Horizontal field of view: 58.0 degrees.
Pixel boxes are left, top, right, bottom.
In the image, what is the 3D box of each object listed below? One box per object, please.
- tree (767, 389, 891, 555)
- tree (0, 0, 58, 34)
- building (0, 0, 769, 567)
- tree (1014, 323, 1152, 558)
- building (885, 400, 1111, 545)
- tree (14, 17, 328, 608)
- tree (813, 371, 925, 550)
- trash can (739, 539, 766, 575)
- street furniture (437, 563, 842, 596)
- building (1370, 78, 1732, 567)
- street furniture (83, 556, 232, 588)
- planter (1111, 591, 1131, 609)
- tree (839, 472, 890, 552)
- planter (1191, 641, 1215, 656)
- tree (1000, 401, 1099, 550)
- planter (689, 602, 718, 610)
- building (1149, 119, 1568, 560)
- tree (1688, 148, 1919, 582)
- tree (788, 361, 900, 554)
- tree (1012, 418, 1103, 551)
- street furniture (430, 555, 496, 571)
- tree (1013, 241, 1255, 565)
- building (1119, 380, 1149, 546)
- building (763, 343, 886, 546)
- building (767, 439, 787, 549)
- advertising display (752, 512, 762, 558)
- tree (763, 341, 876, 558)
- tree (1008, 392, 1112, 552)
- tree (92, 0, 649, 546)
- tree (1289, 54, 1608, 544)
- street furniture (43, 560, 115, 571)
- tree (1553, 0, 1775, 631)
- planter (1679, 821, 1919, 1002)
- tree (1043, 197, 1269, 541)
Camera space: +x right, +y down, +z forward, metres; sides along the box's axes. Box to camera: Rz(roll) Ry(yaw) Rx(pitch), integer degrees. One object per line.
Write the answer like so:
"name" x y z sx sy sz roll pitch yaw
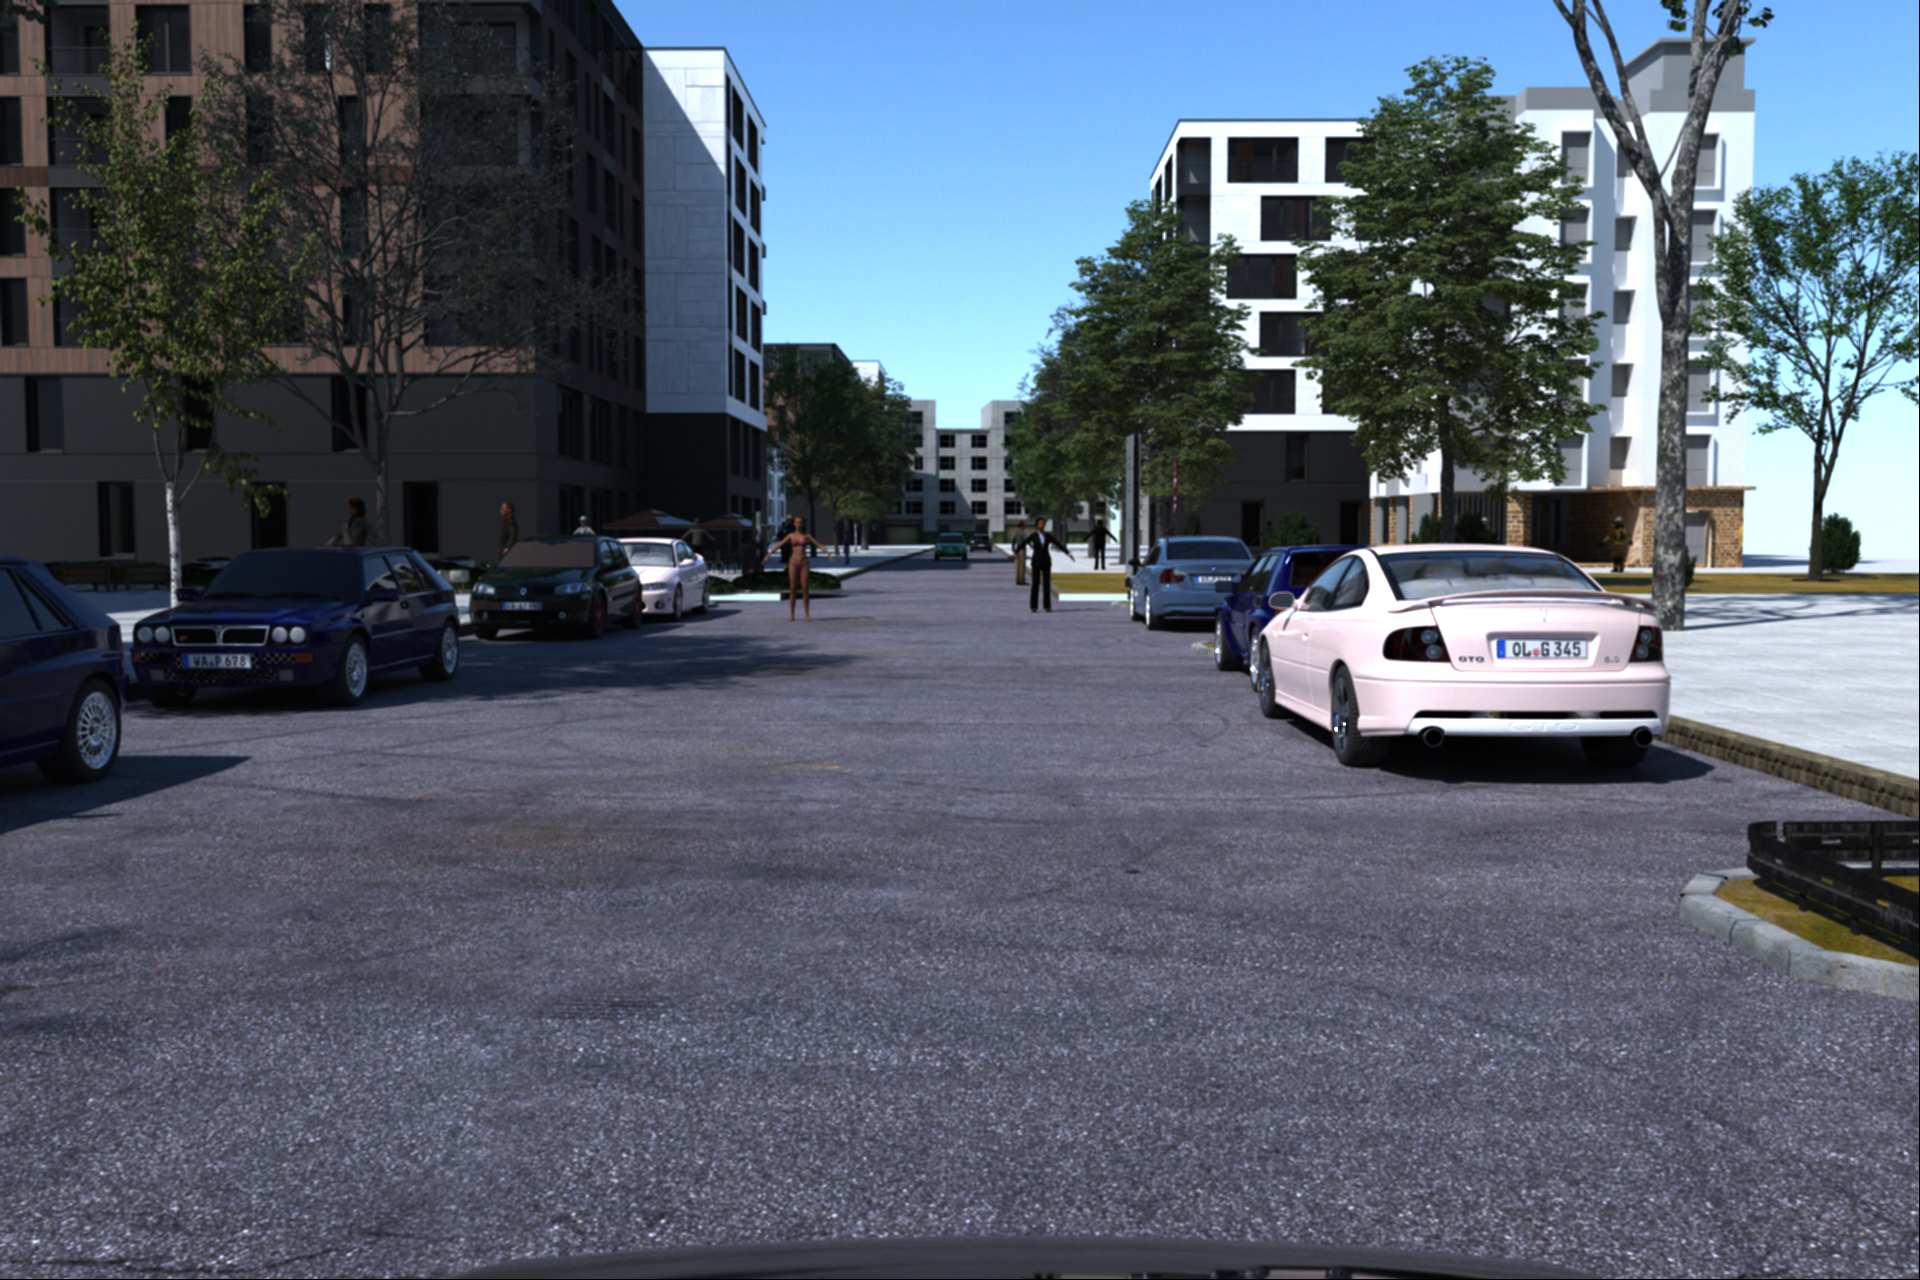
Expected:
"tree" -7.614 -10.377 104.069 7.601 10.594 8.767 3 5 42
"tree" -11.755 -6.476 12.540 9.857 13.997 8.962 0 3 0
"building" -23.823 -13.890 71.083 27.936 21.610 32.646 0 4 1
"tree" 6.610 -10.615 91.688 7.486 12.596 7.792 0 3 0
"building" 3.506 -22.398 235.117 31.486 18.905 16.747 0 4 -4
"tree" -11.508 -4.582 25.282 4.737 8.622 4.395 0 3 0
"tree" -7.593 -14.065 136.618 9.857 13.997 8.962 0 3 0
"trash can" -5.755 -2.232 48.149 0.748 1.137 0.748 0 3 0
"street furniture" -7.880 -1.416 38.775 10.072 0.657 5.734 1 4 9
"building" 24.064 -13.578 78.426 16.016 20.090 11.380 0 4 1
"street furniture" -19.228 -1.858 45.997 5.734 0.657 10.072 0 4 0
"planter" 3.975 -0.782 33.932 1.991 0.319 1.994 0 4 0
"tree" -7.347 -10.599 123.653 4.737 8.622 4.395 0 3 0
"planter" 3.831 0.010 20.969 1.991 0.319 1.994 0 4 1
"tree" 7.850 -14.509 143.883 9.857 13.997 8.962 0 3 0
"planter" -5.768 -0.767 33.679 1.991 0.319 1.994 0 4 1
"building" 24.857 -15.773 101.864 27.936 21.610 32.646 0 4 0
"tree" 23.508 -7.407 46.863 9.928 11.665 9.643 0 3 0
"tree" -7.689 -12.007 114.439 7.486 12.596 7.792 0 3 0
"tree" 7.644 -12.647 132.529 9.928 11.665 9.643 0 3 0
"street furniture" -13.041 -1.967 47.792 5.734 0.657 10.072 0 4 3
"tree" 6.956 -9.887 72.018 12.009 13.543 11.850 0 3 0
"building" 28.369 -20.605 203.357 16.747 18.905 31.486 0 4 1
"building" -23.552 -21.899 202.017 27.936 21.610 32.646 0 4 1
"building" -20.639 -13.407 161.344 9.099 9.664 28.070 0 4 1
"advertising display" -5.873 -2.745 50.088 0.123 1.923 0.974 0 4 3
"tree" -8.168 -10.319 94.475 9.928 11.665 9.643 0 3 0
"tree" 7.349 -12.070 123.107 9.928 11.665 9.643 0 3 0
"tree" -12.022 -7.656 35.543 12.009 13.543 11.850 0 3 0
"tree" 11.502 -7.584 42.119 7.486 12.596 7.792 0 3 0
"street furniture" -28.226 -2.044 49.042 5.734 0.657 10.072 3 4 37
"tree" 8.709 -10.268 23.774 12.611 20.169 13.585 0 3 0
"planter" 3.678 0.922 6.073 1.991 0.319 1.994 0 4 0
"tree" 6.752 -8.645 59.469 7.486 12.596 7.792 0 3 0
